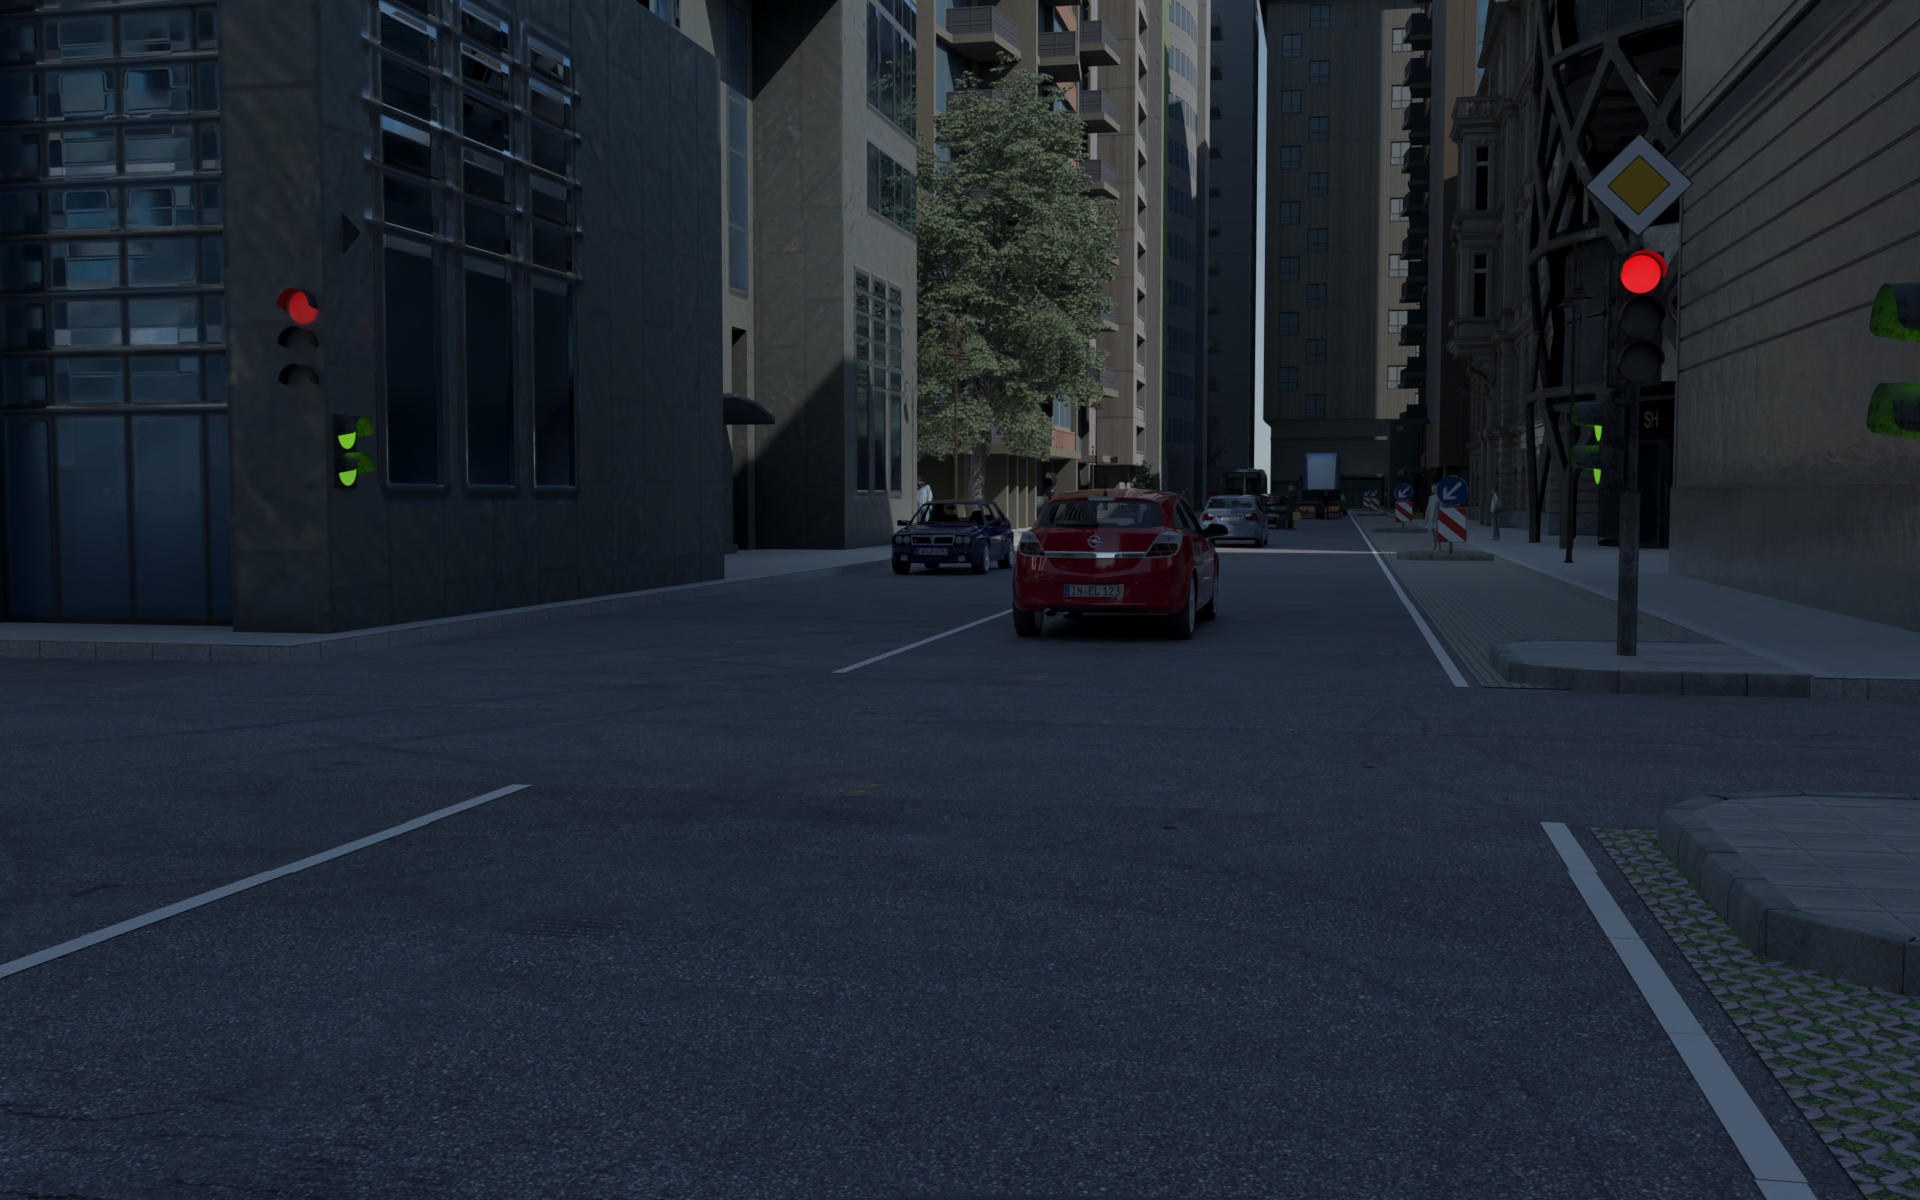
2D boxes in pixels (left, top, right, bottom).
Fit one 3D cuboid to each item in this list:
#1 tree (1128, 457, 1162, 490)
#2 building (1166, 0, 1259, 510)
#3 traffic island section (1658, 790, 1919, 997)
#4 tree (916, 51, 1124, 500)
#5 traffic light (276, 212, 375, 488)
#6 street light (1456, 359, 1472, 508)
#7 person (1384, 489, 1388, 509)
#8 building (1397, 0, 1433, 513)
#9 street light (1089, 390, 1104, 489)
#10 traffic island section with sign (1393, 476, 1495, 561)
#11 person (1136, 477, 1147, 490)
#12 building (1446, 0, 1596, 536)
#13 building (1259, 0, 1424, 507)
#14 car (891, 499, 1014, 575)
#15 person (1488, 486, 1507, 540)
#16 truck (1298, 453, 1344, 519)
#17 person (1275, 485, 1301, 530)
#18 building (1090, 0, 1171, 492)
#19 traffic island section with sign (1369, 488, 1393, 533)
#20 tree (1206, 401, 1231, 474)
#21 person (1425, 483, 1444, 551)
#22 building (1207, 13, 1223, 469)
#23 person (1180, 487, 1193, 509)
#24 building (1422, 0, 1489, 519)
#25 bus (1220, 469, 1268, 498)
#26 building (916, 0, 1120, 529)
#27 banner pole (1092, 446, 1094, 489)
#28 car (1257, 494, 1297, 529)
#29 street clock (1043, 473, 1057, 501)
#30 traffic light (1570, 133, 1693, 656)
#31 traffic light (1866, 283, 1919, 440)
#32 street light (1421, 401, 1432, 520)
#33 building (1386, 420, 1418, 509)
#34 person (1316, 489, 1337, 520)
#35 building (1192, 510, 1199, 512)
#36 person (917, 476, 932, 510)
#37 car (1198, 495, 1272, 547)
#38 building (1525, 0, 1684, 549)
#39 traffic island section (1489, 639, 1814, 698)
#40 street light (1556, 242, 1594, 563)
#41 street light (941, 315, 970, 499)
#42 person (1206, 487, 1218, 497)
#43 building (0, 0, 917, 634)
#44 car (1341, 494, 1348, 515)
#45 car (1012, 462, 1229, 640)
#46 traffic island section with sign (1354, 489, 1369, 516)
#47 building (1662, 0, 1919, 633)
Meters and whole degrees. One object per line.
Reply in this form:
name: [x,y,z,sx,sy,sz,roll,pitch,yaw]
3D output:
tree: [9.263,-5.738,88.413,1.663,3.219,1.824,0,3,0]
building: [17.059,-39.218,183.207,28.212,58.520,21.231,1,4,12]
traffic island section: [3.631,0.997,5.988,2.009,0.180,2.903,1,4,12]
tree: [0.478,-8.881,51.853,9.857,13.997,8.962,0,3,0]
traffic light: [-5.911,-1.662,16.098,0.839,4.253,0.868,1,4,12]
street light: [17.233,-5.296,59.382,0.468,5.910,1.993,1,4,12]
person: [36.064,-8.570,146.878,0.721,1.736,1.217,1,4,15]
building: [40.571,-28.083,113.780,22.147,44.769,28.867,1,4,12]
street light: [5.604,-6.025,71.302,0.468,5.910,1.993,1,4,12]
traffic island section with sign: [10.579,-1.786,37.826,1.989,1.847,2.006,1,4,12]
person: [3.782,-1.641,35.678,0.623,1.781,0.721,0,4,-2]
building: [26.837,-15.241,68.267,14.460,24.649,34.723,1,4,12]
building: [45.626,-36.229,181.581,27.495,52.752,28.713,1,4,12]
car: [-0.099,-1.199,32.182,1.945,1.354,3.894,1,4,12]
person: [14.873,-2.413,48.098,0.523,1.515,0.503,0,4,-7]
truck: [22.517,-7.237,108.088,2.967,4.110,18.799,1,4,12]
person: [13.046,-3.672,68.751,0.699,1.804,1.509,0,4,-4]
building: [4.268,-25.386,98.653,14.154,41.232,14.086,1,4,12]
traffic island section with sign: [16.361,-3.412,64.409,1.989,1.847,2.006,1,4,12]
tree: [19.313,-11.424,137.138,4.360,8.622,3.978,0,3,0]
person: [11.989,-2.089,43.664,0.522,1.701,0.512,-3,4,-37]
building: [7.663,-32.729,154.724,30.456,49.044,23.786,1,4,12]
person: [11.074,-4.660,84.935,0.600,1.795,0.529,-2,4,-24]
building: [32.746,-27.078,92.842,14.600,45.320,14.200,1,4,12]
bus: [20.230,-7.809,122.529,2.948,3.499,13.247,1,4,12]
building: [-5.094,-25.634,73.748,22.147,44.769,28.867,1,4,12]
banner pole: [6.667,-6.100,89.746,0.863,3.779,0.401,1,4,22]
car: [13.136,-3.852,72.764,2.009,1.686,4.222,1,4,11]
street clock: [3.032,-3.297,58.477,0.358,2.002,0.471,-3,5,-41]
traffic light: [5.292,-1.515,13.685,0.839,4.253,0.868,1,4,12]
traffic light: [3.594,-1.037,5.882,0.839,4.253,0.868,1,4,12]
street light: [23.200,-6.945,86.344,0.468,5.910,1.993,1,4,12]
building: [47.422,-50.708,141.752,22.319,86.520,31.000,1,4,12]
person: [20.091,-5.244,95.060,1.217,1.723,0.721,0,4,8]
building: [5.679,-35.337,119.766,21.231,58.520,28.212,1,4,12]
person: [-1.033,-2.678,50.097,0.793,1.790,0.793,0,4,-1]
car: [7.587,-2.197,47.920,2.014,1.417,4.499,1,4,12]
building: [22.695,-10.699,42.375,16.820,18.784,16.811,1,4,12]
traffic island section: [5.329,0.519,13.791,2.009,0.180,2.903,1,4,12]
street light: [11.323,-3.623,32.031,0.468,5.910,1.993,1,4,12]
street light: [-0.110,-4.404,44.796,0.468,5.910,1.993,1,4,12]
person: [20.295,-8.143,139.120,1.348,1.831,0.705,2,4,26]
building: [-13.395,-43.918,30.734,22.319,86.520,31.000,1,4,12]
car: [25.890,-6.794,119.871,1.959,1.807,4.718,1,4,11]
car: [1.772,-0.590,18.683,2.155,1.783,4.494,1,4,13]
traffic island section with sign: [27.135,-6.441,113.936,1.989,1.847,2.006,1,4,12]
building: [23.853,-11.254,17.285,30.059,22.955,16.112,1,4,12]
